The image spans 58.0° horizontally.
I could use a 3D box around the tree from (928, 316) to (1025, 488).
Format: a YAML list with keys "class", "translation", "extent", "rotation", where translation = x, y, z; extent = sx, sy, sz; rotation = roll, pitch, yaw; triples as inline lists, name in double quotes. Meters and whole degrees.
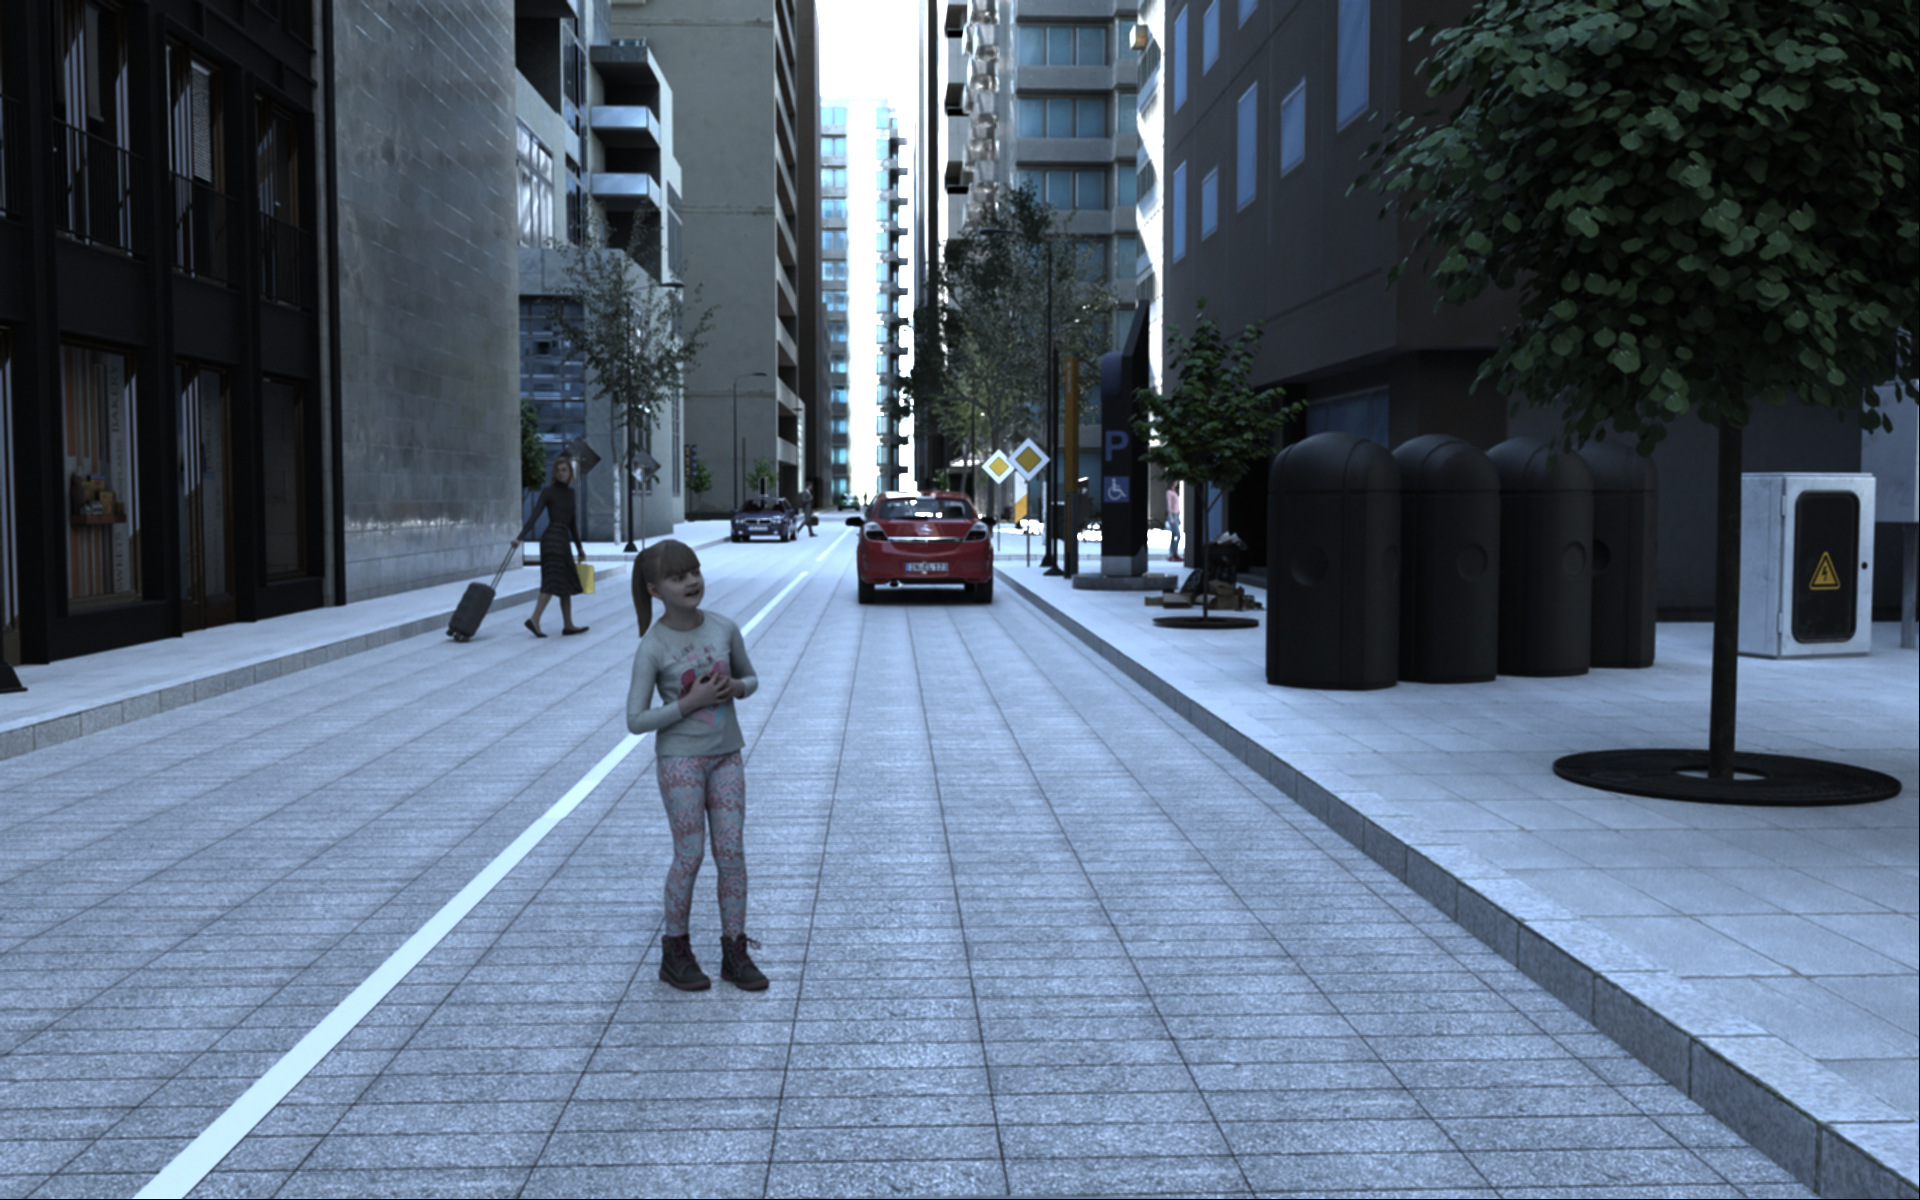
- class: "tree"
  translation: [0.900, -7.239, 68.715]
  extent: [4.737, 8.622, 4.395]
  rotation: [0, 3, 0]

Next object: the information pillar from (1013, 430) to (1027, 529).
- class: "information pillar"
  translation: [2.213, -4.390, 63.127]
  extent: [0.504, 3.616, 0.183]
  rotation: [-1, 4, -11]

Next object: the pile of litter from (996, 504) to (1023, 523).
- class: "pile of litter"
  translation: [2.105, -3.795, 76.011]
  extent: [1.719, 0.858, 1.176]
  rotation: [2, 4, 28]

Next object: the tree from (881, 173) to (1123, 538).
- class: "tree"
  translation: [1.134, -7.086, 50.271]
  extent: [7.601, 10.594, 8.767]
  rotation: [1, 4, 18]

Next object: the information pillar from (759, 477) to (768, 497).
- class: "information pillar"
  translation: [-8.415, -4.268, 74.279]
  extent: [0.304, 2.012, 0.304]
  rotation: [1, 4, 13]

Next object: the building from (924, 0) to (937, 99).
- class: "building"
  translation: [3.877, -30.813, 153.908]
  extent: [14.600, 45.320, 14.200]
  rotation: [0, 4, -2]

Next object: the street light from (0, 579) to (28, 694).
- class: "street light"
  translation: [-5.712, -2.356, 11.067]
  extent: [1.470, 5.913, 1.316]
  rotation: [0, 4, -2]

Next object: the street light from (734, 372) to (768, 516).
- class: "street light"
  translation: [-8.045, -5.730, 66.229]
  extent: [1.470, 5.913, 1.316]
  rotation: [0, 4, -2]

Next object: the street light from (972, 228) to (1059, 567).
- class: "street light"
  translation: [1.029, -3.539, 30.412]
  extent: [1.470, 5.913, 1.316]
  rotation: [0, 4, -2]

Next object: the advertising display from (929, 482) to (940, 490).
- class: "advertising display"
  translation: [-1.338, -5.227, 90.673]
  extent: [0.123, 1.923, 0.974]
  rotation: [-2, 4, -29]

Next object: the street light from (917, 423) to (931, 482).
- class: "street light"
  translation: [-1.263, -6.906, 85.459]
  extent: [1.470, 5.913, 1.316]
  rotation: [0, 4, -2]

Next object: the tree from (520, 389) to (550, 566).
- class: "tree"
  translation: [-7.907, -2.253, 31.434]
  extent: [1.663, 3.219, 1.824]
  rotation: [0, 3, 0]

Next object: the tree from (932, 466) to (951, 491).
- class: "tree"
  translation: [-1.034, -7.501, 117.238]
  extent: [1.663, 3.219, 1.824]
  rotation: [0, 3, 0]

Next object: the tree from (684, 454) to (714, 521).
- class: "tree"
  translation: [-12.653, -5.420, 83.213]
  extent: [1.663, 3.219, 1.824]
  rotation: [0, 3, 0]

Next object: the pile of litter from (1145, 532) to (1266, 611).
- class: "pile of litter"
  translation: [2.804, -0.345, 19.612]
  extent: [1.176, 0.858, 1.719]
  rotation: [-1, 4, -23]

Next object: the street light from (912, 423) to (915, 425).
- class: "street light"
  translation: [-2.460, -8.620, 113.483]
  extent: [1.470, 5.913, 1.316]
  rotation: [0, 4, -2]

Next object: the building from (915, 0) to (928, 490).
- class: "building"
  translation: [6.000, -38.717, 175.015]
  extent: [21.231, 58.520, 28.212]
  rotation: [0, 4, -2]

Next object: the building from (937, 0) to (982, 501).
- class: "building"
  translation: [12.020, -33.252, 132.910]
  extent: [28.713, 52.752, 27.495]
  rotation: [0, 4, -2]

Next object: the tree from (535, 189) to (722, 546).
- class: "tree"
  translation: [-8.267, -5.651, 42.756]
  extent: [4.360, 8.622, 3.978]
  rotation: [0, 3, 0]

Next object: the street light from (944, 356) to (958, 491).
- class: "street light"
  translation: [-0.104, -5.181, 57.248]
  extent: [1.470, 5.913, 1.316]
  rotation: [0, 4, -2]

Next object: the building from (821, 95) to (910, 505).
- class: "building"
  translation: [-21.351, -35.947, 207.342]
  extent: [30.456, 49.044, 23.786]
  rotation: [0, 4, -2]

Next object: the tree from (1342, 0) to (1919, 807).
- class: "tree"
  translation: [3.366, -1.469, 7.726]
  extent: [4.285, 4.588, 4.351]
  rotation: [0, 3, 0]

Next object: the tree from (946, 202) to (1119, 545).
- class: "tree"
  translation: [1.887, -5.664, 42.969]
  extent: [4.360, 8.622, 3.978]
  rotation: [0, 3, 0]

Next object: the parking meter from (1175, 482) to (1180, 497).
- class: "parking meter"
  translation: [9.082, -4.104, 72.812]
  extent: [0.255, 1.863, 0.399]
  rotation: [0, 4, -8]

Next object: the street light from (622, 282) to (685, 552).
- class: "street light"
  translation: [-6.724, -4.007, 38.048]
  extent: [1.470, 5.913, 1.316]
  rotation: [0, 4, -2]

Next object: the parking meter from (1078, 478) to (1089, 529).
- class: "parking meter"
  translation: [4.439, -3.494, 62.842]
  extent: [0.399, 1.863, 0.255]
  rotation: [-2, 4, -25]

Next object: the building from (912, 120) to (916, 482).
- class: "building"
  translation: [1.623, -33.844, 203.456]
  extent: [14.200, 45.320, 14.600]
  rotation: [0, 4, -2]

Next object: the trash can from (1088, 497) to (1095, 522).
- class: "trash can"
  translation: [5.669, -4.037, 77.659]
  extent: [0.748, 1.137, 0.748]
  rotation: [0, 3, 0]

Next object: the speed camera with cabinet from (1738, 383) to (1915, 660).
- class: "speed camera with cabinet"
  translation: [7.158, -1.193, 13.847]
  extent: [2.038, 3.252, 0.660]
  rotation: [-1, 4, -20]

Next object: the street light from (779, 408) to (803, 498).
- class: "street light"
  translation: [-9.216, -7.425, 93.939]
  extent: [1.470, 5.913, 1.316]
  rotation: [0, 4, -2]

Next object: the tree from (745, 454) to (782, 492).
- class: "tree"
  translation: [-9.508, -5.398, 82.856]
  extent: [1.663, 3.219, 1.824]
  rotation: [0, 3, 0]

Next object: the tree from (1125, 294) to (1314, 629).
- class: "tree"
  translation: [2.352, -1.368, 16.968]
  extent: [1.663, 3.219, 1.824]
  rotation: [0, 3, 0]
